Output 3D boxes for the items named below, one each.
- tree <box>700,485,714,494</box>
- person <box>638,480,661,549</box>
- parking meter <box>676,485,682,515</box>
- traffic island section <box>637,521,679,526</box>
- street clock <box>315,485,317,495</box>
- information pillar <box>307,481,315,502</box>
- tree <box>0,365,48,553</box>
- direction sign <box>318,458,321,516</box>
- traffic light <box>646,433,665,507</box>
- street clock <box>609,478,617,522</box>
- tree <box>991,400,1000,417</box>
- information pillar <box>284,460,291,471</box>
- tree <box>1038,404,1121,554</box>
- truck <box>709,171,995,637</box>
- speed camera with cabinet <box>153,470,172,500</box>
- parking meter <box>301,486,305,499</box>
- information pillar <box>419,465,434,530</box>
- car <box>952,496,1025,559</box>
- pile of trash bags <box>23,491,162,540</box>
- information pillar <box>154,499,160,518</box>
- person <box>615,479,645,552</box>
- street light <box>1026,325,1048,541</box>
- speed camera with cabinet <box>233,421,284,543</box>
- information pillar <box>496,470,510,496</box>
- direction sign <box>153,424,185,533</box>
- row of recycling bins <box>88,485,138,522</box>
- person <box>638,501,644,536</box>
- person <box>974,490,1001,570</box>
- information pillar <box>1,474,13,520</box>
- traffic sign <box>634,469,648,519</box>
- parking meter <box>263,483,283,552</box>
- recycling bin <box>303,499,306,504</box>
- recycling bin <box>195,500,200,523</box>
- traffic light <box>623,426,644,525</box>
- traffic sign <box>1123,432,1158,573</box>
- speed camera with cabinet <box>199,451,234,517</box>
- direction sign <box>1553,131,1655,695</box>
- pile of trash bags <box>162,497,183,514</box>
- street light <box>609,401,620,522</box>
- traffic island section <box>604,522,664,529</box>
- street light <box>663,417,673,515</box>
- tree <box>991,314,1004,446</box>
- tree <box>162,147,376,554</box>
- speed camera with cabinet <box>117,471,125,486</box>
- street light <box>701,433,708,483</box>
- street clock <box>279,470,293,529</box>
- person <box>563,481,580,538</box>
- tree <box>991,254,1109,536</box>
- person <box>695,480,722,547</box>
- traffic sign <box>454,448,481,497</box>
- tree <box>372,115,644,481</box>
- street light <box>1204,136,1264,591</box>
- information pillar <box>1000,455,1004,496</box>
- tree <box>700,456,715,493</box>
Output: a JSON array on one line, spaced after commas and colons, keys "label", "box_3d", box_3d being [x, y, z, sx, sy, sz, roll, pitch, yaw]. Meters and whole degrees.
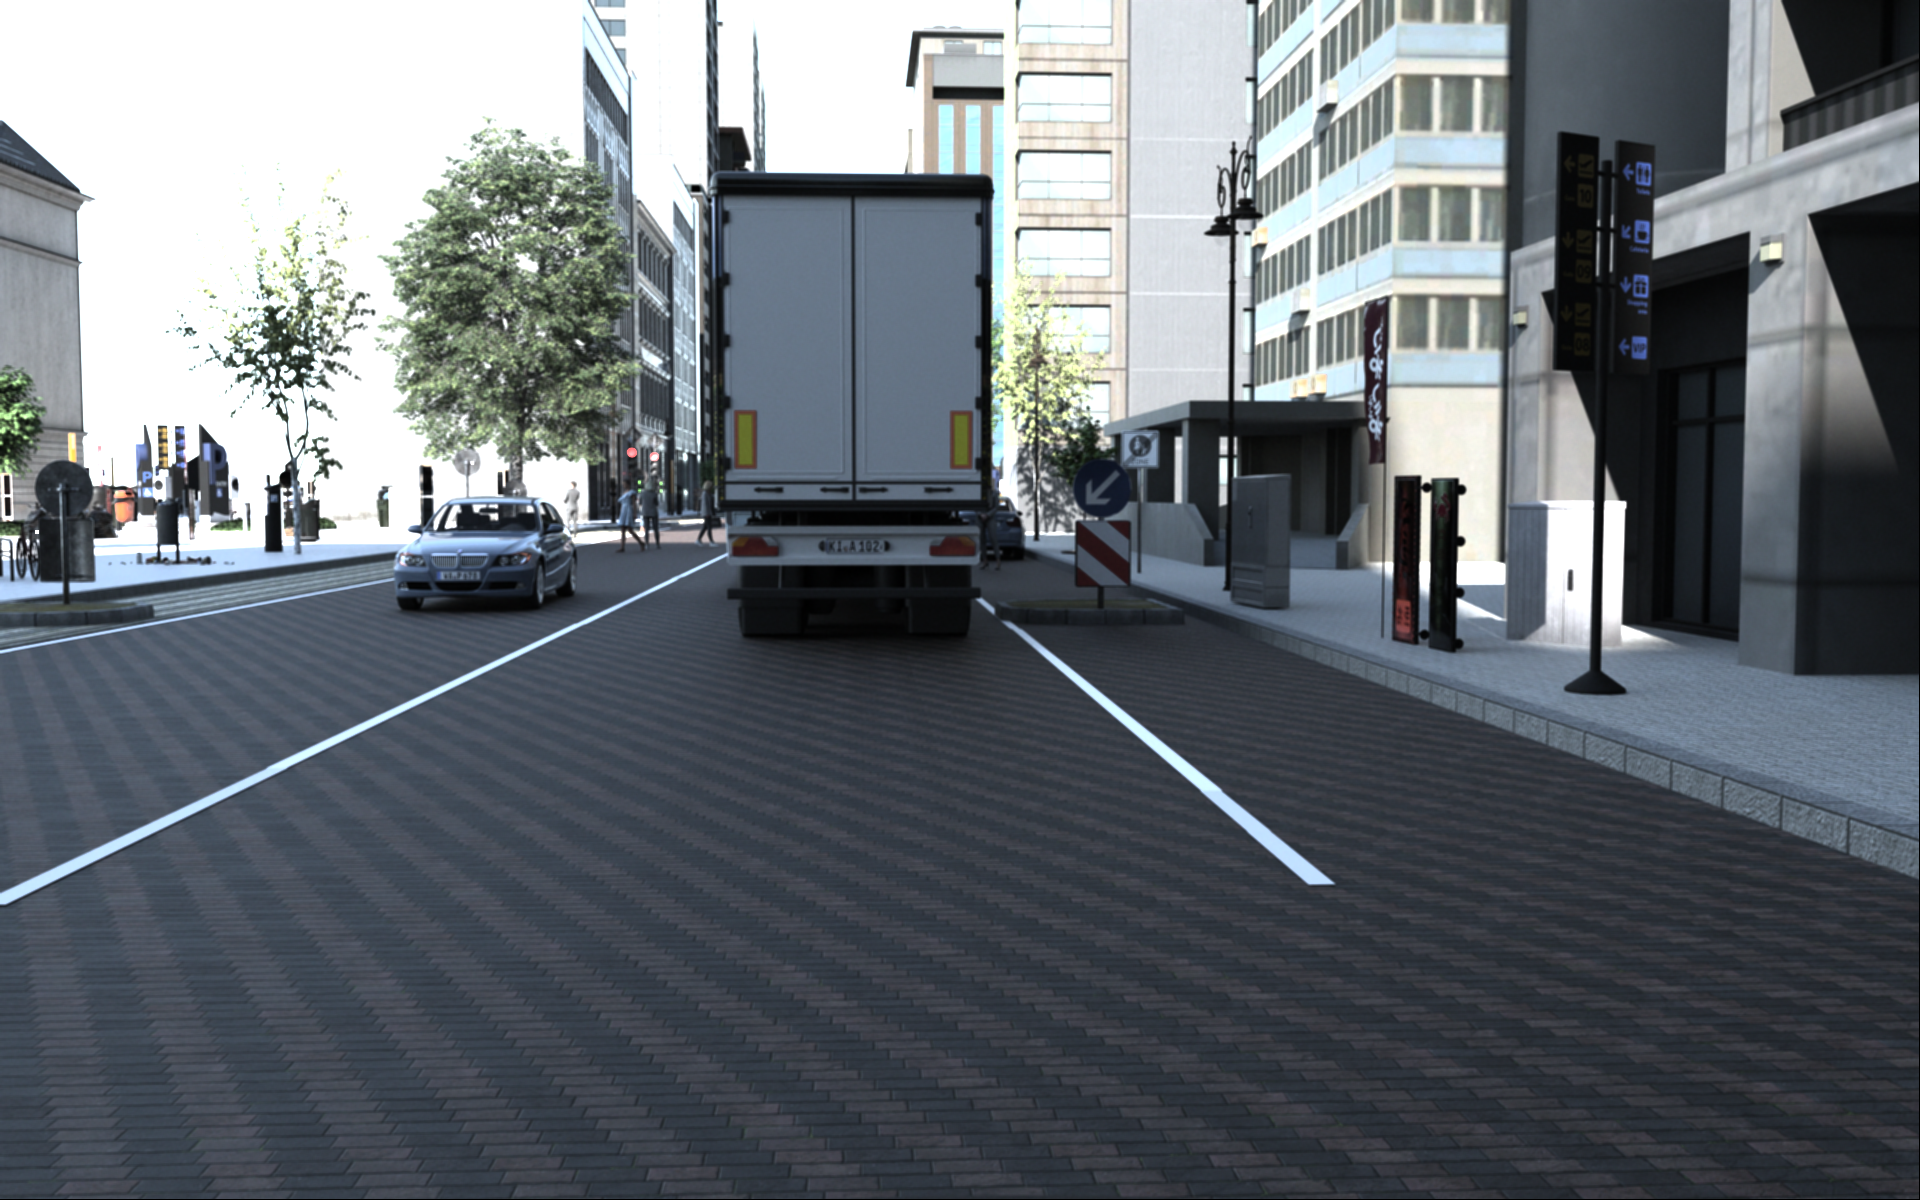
[{"label": "tree", "box_3d": [-21.281, -9.424, 148.688, 1.663, 3.219, 1.824, 0, 3, 0]}, {"label": "person", "box_3d": [-8.145, -2.246, 45.408, 0.537, 1.800, 0.526, 0, 4, 7]}, {"label": "parking meter", "box_3d": [-17.211, -6.140, 106.097, 0.255, 1.863, 0.399, -2, 4, -26]}, {"label": "traffic island section", "box_3d": [-13.952, -3.489, 79.321, 2.009, 0.180, 2.903, 0, 4, -3]}, {"label": "street clock", "box_3d": [-53.315, -8.471, 143.067, 0.358, 2.002, 0.471, 0, 4, 6]}, {"label": "information pillar", "box_3d": [-35.279, -5.484, 94.154, 0.304, 2.012, 0.304, 1, 4, 19]}, {"label": "tree", "box_3d": [-21.588, -3.303, 37.712, 4.285, 4.588, 4.351, 0, 3, 0]}, {"label": "direction sign", "box_3d": [-30.958, -5.606, 83.657, 0.379, 3.537, 0.876, -1, 4, -20]}, {"label": "traffic light", "box_3d": [-13.911, -5.521, 79.189, 0.839, 4.253, 0.868, 0, 4, -3]}, {"label": "street clock", "box_3d": [-15.666, -4.505, 78.222, 0.358, 2.002, 0.471, -1, 4, -17]}, {"label": "tree", "box_3d": [-1.971, -12.241, 117.148, 9.611, 12.733, 9.660, 0, 3, 0]}, {"label": "information pillar", "box_3d": [-44.435, -7.541, 114.651, 0.504, 3.616, 0.183, -3, 4, -36]}, {"label": "tree", "box_3d": [2.766, -2.609, 37.261, 1.663, 3.219, 1.824, 0, 3, 0]}, {"label": "truck", "box_3d": [-1.251, -1.946, 20.731, 2.839, 4.237, 11.283, 0, 4, -3]}, {"label": "speed camera with cabinet", "box_3d": [-40.855, -5.690, 87.374, 2.038, 3.252, 0.660, 1, 4, 12]}, {"label": "parking meter", "box_3d": [-50.115, -7.712, 131.796, 0.399, 1.863, 0.255, 1, 4, 10]}, {"label": "information pillar", "box_3d": [-13.360, -2.380, 43.402, 0.304, 2.012, 0.304, -2, 4, -25]}, {"label": "car", "box_3d": [0.469, -1.673, 39.349, 2.014, 1.417, 4.499, 0, 4, -3]}, {"label": "pile of trash bags", "box_3d": [-25.111, -2.453, 49.851, 1.912, 1.369, 3.447, 1, 4, 17]}, {"label": "information pillar", "box_3d": [-41.821, -5.232, 90.032, 0.304, 2.012, 0.304, 0, 3, 0]}, {"label": "person", "box_3d": [-8.198, -2.092, 42.797, 0.778, 1.811, 0.616, -3, 4, -38]}, {"label": "street light", "box_3d": [2.098, -4.565, 47.420, 0.468, 5.910, 1.993, 0, 4, -3]}, {"label": "speed camera with cabinet", "box_3d": [-18.777, -3.191, 46.504, 0.660, 3.252, 2.038, -3, 4, -38]}, {"label": "information pillar", "box_3d": [-13.926, -2.954, 52.783, 0.304, 2.012, 0.304, 1, 4, 16]}, {"label": "direction sign", "box_3d": [-25.761, -3.955, 56.658, 0.876, 3.537, 0.379, -3, 5, -39]}, {"label": "row of recycling bins", "box_3d": [-38.411, -4.393, 78.933, 1.069, 1.692, 3.534, 1, 4, 11]}, {"label": "person", "box_3d": [-10.849, -2.813, 59.175, 0.352, 1.250, 0.332, 1, 4, 22]}, {"label": "person", "box_3d": [0.511, -1.479, 32.963, 0.520, 1.790, 0.573, 0, 4, -1]}, {"label": "information pillar", "box_3d": [-34.635, -3.576, 62.954, 0.304, 2.012, 0.304, -2, 4, -35]}, {"label": "traffic sign", "box_3d": [-16.163, -5.353, 87.628, 0.768, 2.556, 0.104, 0, 4, -2]}, {"label": "parking meter", "box_3d": [-15.294, -1.844, 38.554, 0.372, 1.533, 0.369, 0, 3, 0]}, {"label": "recycling bin", "box_3d": [-37.332, -5.260, 98.551, 0.722, 1.027, 0.722, 0, 4, 3]}, {"label": "recycling bin", "box_3d": [-30.418, -3.517, 70.058, 0.722, 1.027, 0.722, 1, 4, 9]}, {"label": "traffic light", "box_3d": [-13.422, -5.034, 71.219, 0.839, 4.253, 0.868, 0, 4, -3]}, {"label": "traffic sign", "box_3d": [2.908, -1.585, 28.046, 0.606, 2.300, 0.079, 0, 4, -2]}, {"label": "speed camera with cabinet", "box_3d": [-34.047, -5.221, 79.705, 0.660, 3.252, 2.038, 1, 4, 22]}, {"label": "direction sign", "box_3d": [4.122, -1.171, 11.137, 0.876, 3.537, 0.379, -2, 4, -30]}, {"label": "pile of trash bags", "box_3d": [-51.296, -6.192, 110.996, 3.447, 1.369, 1.912, 1, 4, 12]}, {"label": "street light", "box_3d": [-15.927, -6.538, 79.686, 0.468, 5.910, 1.993, 0, 4, -3]}, {"label": "traffic island section", "box_3d": [-13.462, -3.001, 71.351, 2.009, 0.180, 2.903, 0, 4, -3]}, {"label": "street light", "box_3d": [-17.563, -8.039, 104.223, 0.468, 5.910, 1.993, 0, 4, -3]}, {"label": "tree", "box_3d": [-0.135, -10.182, 92.236, 9.928, 11.665, 9.643, 0, 3, 0]}, {"label": "tree", "box_3d": [-14.313, -5.282, 36.730, 4.737, 8.622, 4.395, 0, 3, 0]}, {"label": "speed camera with cabinet", "box_3d": [-70.444, -9.256, 145.671, 0.660, 3.252, 2.038, -2, 4, -33]}, {"label": "street light", "box_3d": [-18.988, -9.526, 128.535, 0.468, 5.910, 1.993, 0, 4, -3]}, {"label": "street clock", "box_3d": [-20.627, -2.971, 53.152, 0.471, 2.002, 0.358, -1, 4, -11]}, {"label": "person", "box_3d": [-12.630, -2.920, 56.044, 0.447, 1.846, 0.655, 3, 5, 43]}, {"label": "tree", "box_3d": [2.406, -6.276, 52.972, 4.737, 8.622, 4.395, 0, 3, 0]}, {"label": "person", "box_3d": [-6.887, -2.365, 47.350, 0.728, 1.800, 0.709, 1, 4, 14]}, {"label": "traffic sign", "box_3d": [-13.744, -2.949, 48.319, 0.768, 2.556, 0.104, 0, 4, 3]}, {"label": "tree", "box_3d": [-15.471, -9.397, 60.295, 9.857, 13.997, 8.962, 0, 3, 0]}, {"label": "street light", "box_3d": [3.586, -3.063, 22.869, 0.468, 5.910, 1.993, 0, 4, -3]}, {"label": "information pillar", "box_3d": [2.529, -6.825, 102.938, 0.183, 3.616, 0.504, 2, 4, 26]}, {"label": "tree", "box_3d": [-20.502, -9.824, 144.330, 4.285, 4.588, 4.351, 0, 3, 0]}]
